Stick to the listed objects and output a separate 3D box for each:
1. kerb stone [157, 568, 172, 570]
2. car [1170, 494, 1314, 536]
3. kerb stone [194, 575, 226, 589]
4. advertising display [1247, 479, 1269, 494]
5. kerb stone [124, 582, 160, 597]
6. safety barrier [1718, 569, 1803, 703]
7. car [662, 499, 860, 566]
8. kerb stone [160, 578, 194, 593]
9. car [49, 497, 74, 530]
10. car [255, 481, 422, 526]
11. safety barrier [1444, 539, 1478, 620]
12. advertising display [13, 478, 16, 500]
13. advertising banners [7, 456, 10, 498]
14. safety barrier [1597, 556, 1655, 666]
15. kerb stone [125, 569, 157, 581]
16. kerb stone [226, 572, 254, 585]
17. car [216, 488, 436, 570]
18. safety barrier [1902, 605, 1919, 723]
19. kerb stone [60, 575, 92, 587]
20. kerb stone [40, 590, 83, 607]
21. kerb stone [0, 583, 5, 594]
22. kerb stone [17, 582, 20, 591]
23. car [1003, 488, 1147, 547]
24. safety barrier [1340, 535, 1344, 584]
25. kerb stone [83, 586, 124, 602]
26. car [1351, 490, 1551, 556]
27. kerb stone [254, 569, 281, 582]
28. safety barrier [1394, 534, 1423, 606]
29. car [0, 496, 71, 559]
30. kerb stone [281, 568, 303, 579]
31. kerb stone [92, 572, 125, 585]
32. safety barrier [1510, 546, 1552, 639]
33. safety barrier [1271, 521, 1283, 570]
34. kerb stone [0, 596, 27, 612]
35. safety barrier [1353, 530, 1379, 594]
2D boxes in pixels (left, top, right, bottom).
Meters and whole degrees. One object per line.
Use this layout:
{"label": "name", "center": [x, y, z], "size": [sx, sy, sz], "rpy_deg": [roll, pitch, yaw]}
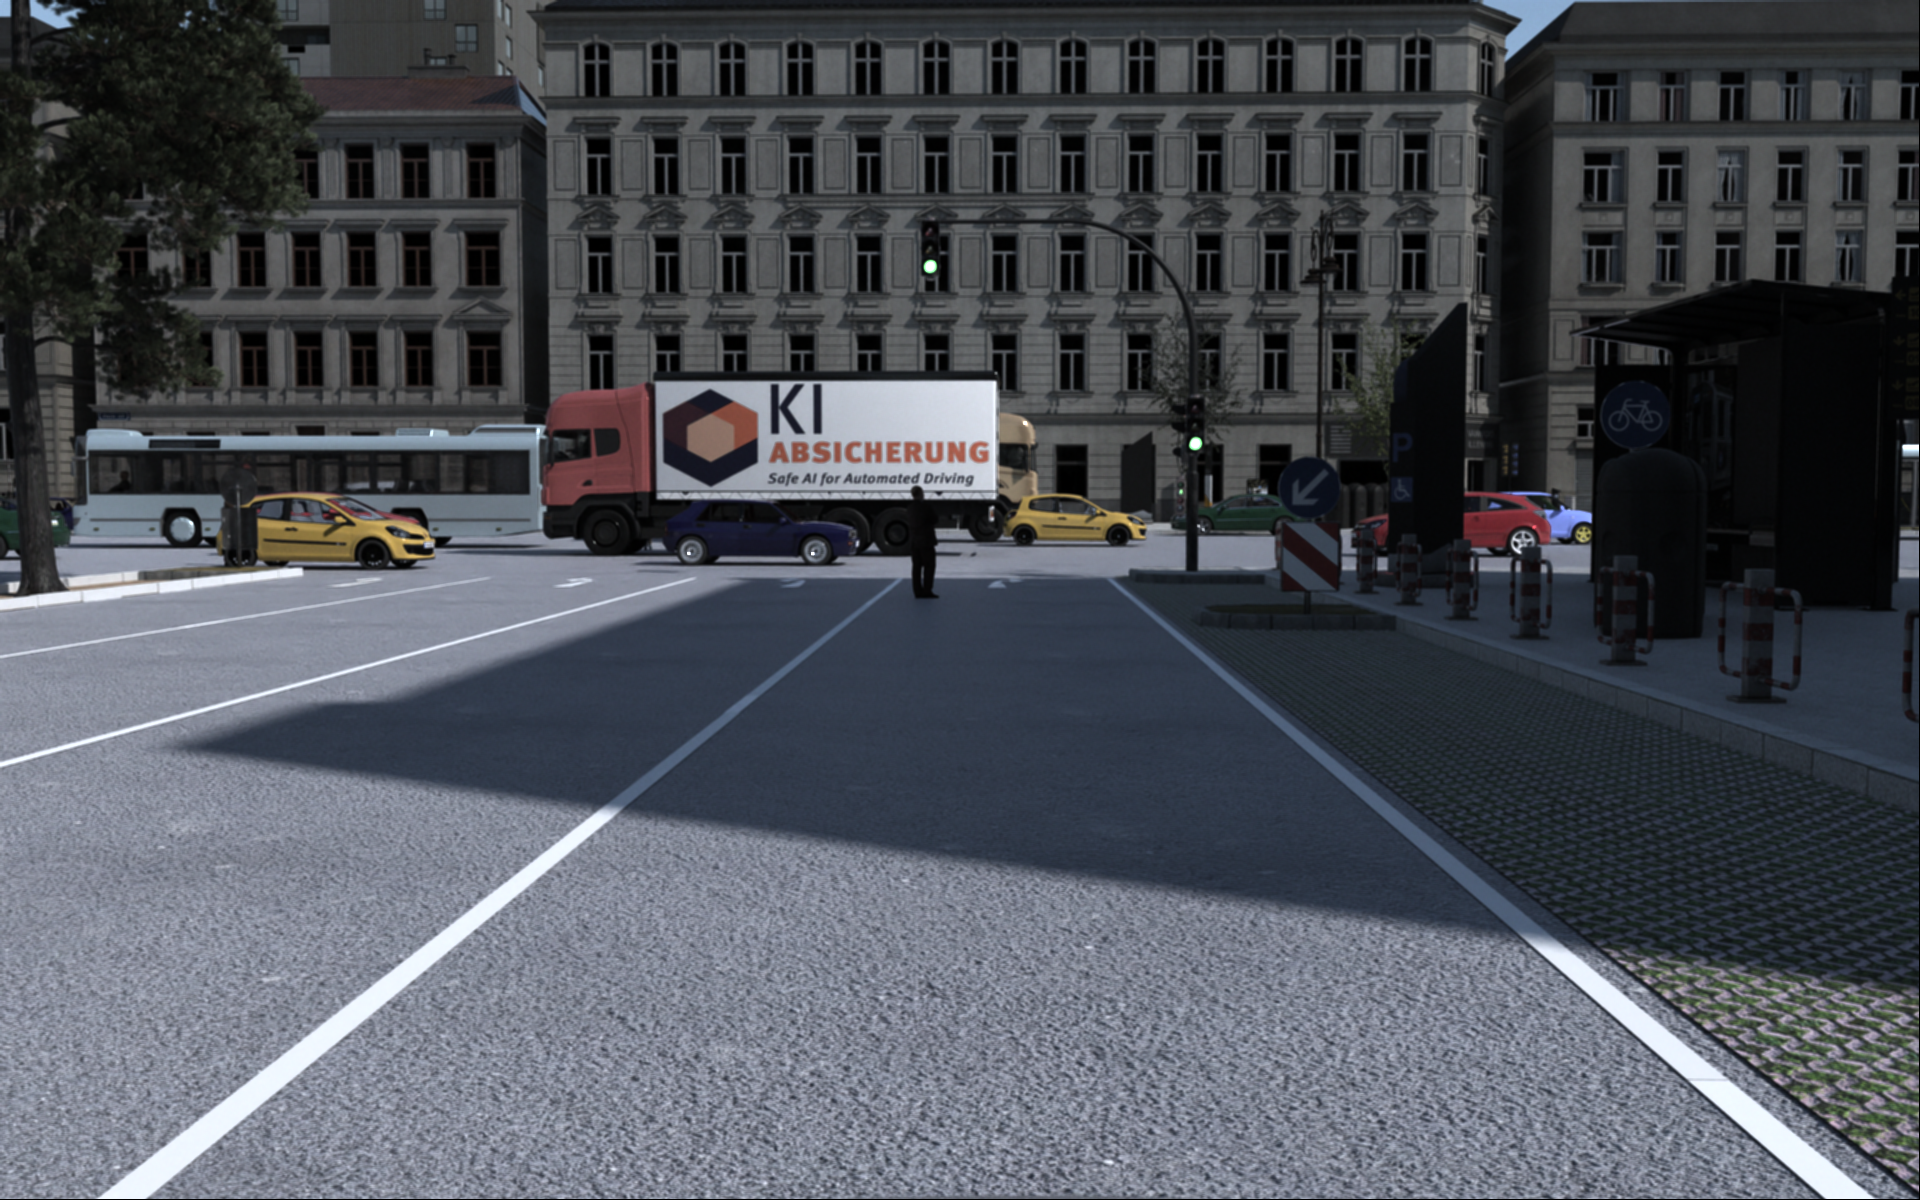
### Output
{"label": "kerb stone", "center": [-13.613, -0.459, 29.700], "size": [0.120, 0.150, 1.000], "rpy_deg": [0, 4, 2]}
{"label": "car", "center": [9.741, -2.947, 59.983], "size": [4.920, 1.459, 2.131], "rpy_deg": [0, 4, 2]}
{"label": "kerb stone", "center": [-11.596, -0.269, 26.589], "size": [0.120, 0.150, 1.000], "rpy_deg": [0, 4, 2]}
{"label": "advertising display", "center": [12.789, -4.237, 74.482], "size": [0.974, 1.923, 0.123], "rpy_deg": [-1, 4, -15]}
{"label": "kerb stone", "center": [-11.671, -0.140, 24.519], "size": [0.120, 0.150, 1.000], "rpy_deg": [0, 4, 2]}
{"label": "safety barrier", "center": [4.924, 0.219, 10.687], "size": [0.300, 0.817, 1.120], "rpy_deg": [0, 4, 2]}
{"label": "car", "center": [-4.010, -1.387, 35.250], "size": [3.894, 1.354, 1.945], "rpy_deg": [0, 4, 3]}
{"label": "kerb stone", "center": [-11.628, -0.205, 25.550], "size": [0.120, 0.150, 1.000], "rpy_deg": [0, 4, 2]}
{"label": "car", "center": [-31.406, -2.946, 60.748], "size": [3.894, 1.354, 1.945], "rpy_deg": [0, 4, 0]}
{"label": "car", "center": [-14.896, -1.947, 40.869], "size": [4.494, 1.783, 2.155], "rpy_deg": [0, 4, 3]}
{"label": "safety barrier", "center": [5.118, -0.208, 17.669], "size": [0.300, 0.817, 1.120], "rpy_deg": [0, 4, 2]}
{"label": "advertising display", "center": [-36.885, -3.869, 68.464], "size": [0.974, 1.923, 0.123], "rpy_deg": [0, 4, -1]}
{"label": "advertising banners", "center": [-38.572, -4.529, 70.241], "size": [0.090, 3.025, 2.074], "rpy_deg": [-2, 4, -28]}
{"label": "safety barrier", "center": [4.988, 0.078, 13.003], "size": [0.300, 0.817, 1.120], "rpy_deg": [0, 4, 2]}
{"label": "kerb stone", "center": [-13.649, -0.395, 28.674], "size": [0.120, 0.150, 1.000], "rpy_deg": [0, 4, 2]}
{"label": "kerb stone", "center": [-11.577, -0.332, 27.615], "size": [0.120, 0.150, 1.000], "rpy_deg": [0, 4, 2]}
{"label": "car", "center": [-12.156, -1.414, 33.345], "size": [3.980, 1.641, 2.015], "rpy_deg": [0, 4, 3]}
{"label": "safety barrier", "center": [4.860, 0.361, 8.369], "size": [0.300, 0.817, 1.120], "rpy_deg": [0, 4, 2]}
{"label": "kerb stone", "center": [-13.700, -0.270, 26.611], "size": [0.120, 0.150, 1.000], "rpy_deg": [0, 4, 2]}
{"label": "kerb stone", "center": [-11.725, -0.016, 22.451], "size": [0.120, 0.150, 1.000], "rpy_deg": [0, 4, 2]}
{"label": "kerb stone", "center": [-13.761, -0.140, 24.559], "size": [0.120, 0.150, 1.000], "rpy_deg": [0, 4, 2]}
{"label": "kerb stone", "center": [-13.728, -0.207, 25.585], "size": [0.120, 0.150, 1.000], "rpy_deg": [0, 4, 2]}
{"label": "car", "center": [3.168, -2.306, 47.920], "size": [3.980, 1.641, 2.015], "rpy_deg": [0, 4, 2]}
{"label": "safety barrier", "center": [5.309, -0.635, 24.650], "size": [0.300, 0.817, 1.120], "rpy_deg": [0, 4, 2]}
{"label": "kerb stone", "center": [-11.679, -0.075, 23.479], "size": [0.120, 0.150, 1.000], "rpy_deg": [0, 4, 2]}
{"label": "car", "center": [11.306, -1.897, 40.054], "size": [4.494, 1.783, 2.155], "rpy_deg": [0, 3, 0]}
{"label": "kerb stone", "center": [-11.549, -0.390, 28.642], "size": [0.120, 0.150, 1.000], "rpy_deg": [0, 4, 2]}
{"label": "safety barrier", "center": [5.180, -0.350, 19.991], "size": [0.300, 0.817, 1.120], "rpy_deg": [0, 4, 2]}
{"label": "car", "center": [-22.308, -1.615, 38.203], "size": [4.920, 1.459, 2.131], "rpy_deg": [0, 3, 0]}
{"label": "kerb stone", "center": [-11.520, -0.457, 29.669], "size": [0.120, 0.150, 1.000], "rpy_deg": [0, 4, 2]}
{"label": "kerb stone", "center": [-13.683, -0.331, 27.638], "size": [0.120, 0.150, 1.000], "rpy_deg": [0, 4, 2]}
{"label": "safety barrier", "center": [5.054, -0.066, 15.346], "size": [0.300, 0.817, 1.120], "rpy_deg": [0, 4, 2]}
{"label": "safety barrier", "center": [5.436, -0.919, 29.297], "size": [0.300, 0.817, 1.120], "rpy_deg": [0, 4, 2]}
{"label": "kerb stone", "center": [-11.749, 0.058, 21.425], "size": [0.120, 0.150, 1.000], "rpy_deg": [0, 4, 2]}
{"label": "safety barrier", "center": [5.243, -0.493, 22.333], "size": [0.300, 0.817, 1.120], "rpy_deg": [0, 4, 2]}
